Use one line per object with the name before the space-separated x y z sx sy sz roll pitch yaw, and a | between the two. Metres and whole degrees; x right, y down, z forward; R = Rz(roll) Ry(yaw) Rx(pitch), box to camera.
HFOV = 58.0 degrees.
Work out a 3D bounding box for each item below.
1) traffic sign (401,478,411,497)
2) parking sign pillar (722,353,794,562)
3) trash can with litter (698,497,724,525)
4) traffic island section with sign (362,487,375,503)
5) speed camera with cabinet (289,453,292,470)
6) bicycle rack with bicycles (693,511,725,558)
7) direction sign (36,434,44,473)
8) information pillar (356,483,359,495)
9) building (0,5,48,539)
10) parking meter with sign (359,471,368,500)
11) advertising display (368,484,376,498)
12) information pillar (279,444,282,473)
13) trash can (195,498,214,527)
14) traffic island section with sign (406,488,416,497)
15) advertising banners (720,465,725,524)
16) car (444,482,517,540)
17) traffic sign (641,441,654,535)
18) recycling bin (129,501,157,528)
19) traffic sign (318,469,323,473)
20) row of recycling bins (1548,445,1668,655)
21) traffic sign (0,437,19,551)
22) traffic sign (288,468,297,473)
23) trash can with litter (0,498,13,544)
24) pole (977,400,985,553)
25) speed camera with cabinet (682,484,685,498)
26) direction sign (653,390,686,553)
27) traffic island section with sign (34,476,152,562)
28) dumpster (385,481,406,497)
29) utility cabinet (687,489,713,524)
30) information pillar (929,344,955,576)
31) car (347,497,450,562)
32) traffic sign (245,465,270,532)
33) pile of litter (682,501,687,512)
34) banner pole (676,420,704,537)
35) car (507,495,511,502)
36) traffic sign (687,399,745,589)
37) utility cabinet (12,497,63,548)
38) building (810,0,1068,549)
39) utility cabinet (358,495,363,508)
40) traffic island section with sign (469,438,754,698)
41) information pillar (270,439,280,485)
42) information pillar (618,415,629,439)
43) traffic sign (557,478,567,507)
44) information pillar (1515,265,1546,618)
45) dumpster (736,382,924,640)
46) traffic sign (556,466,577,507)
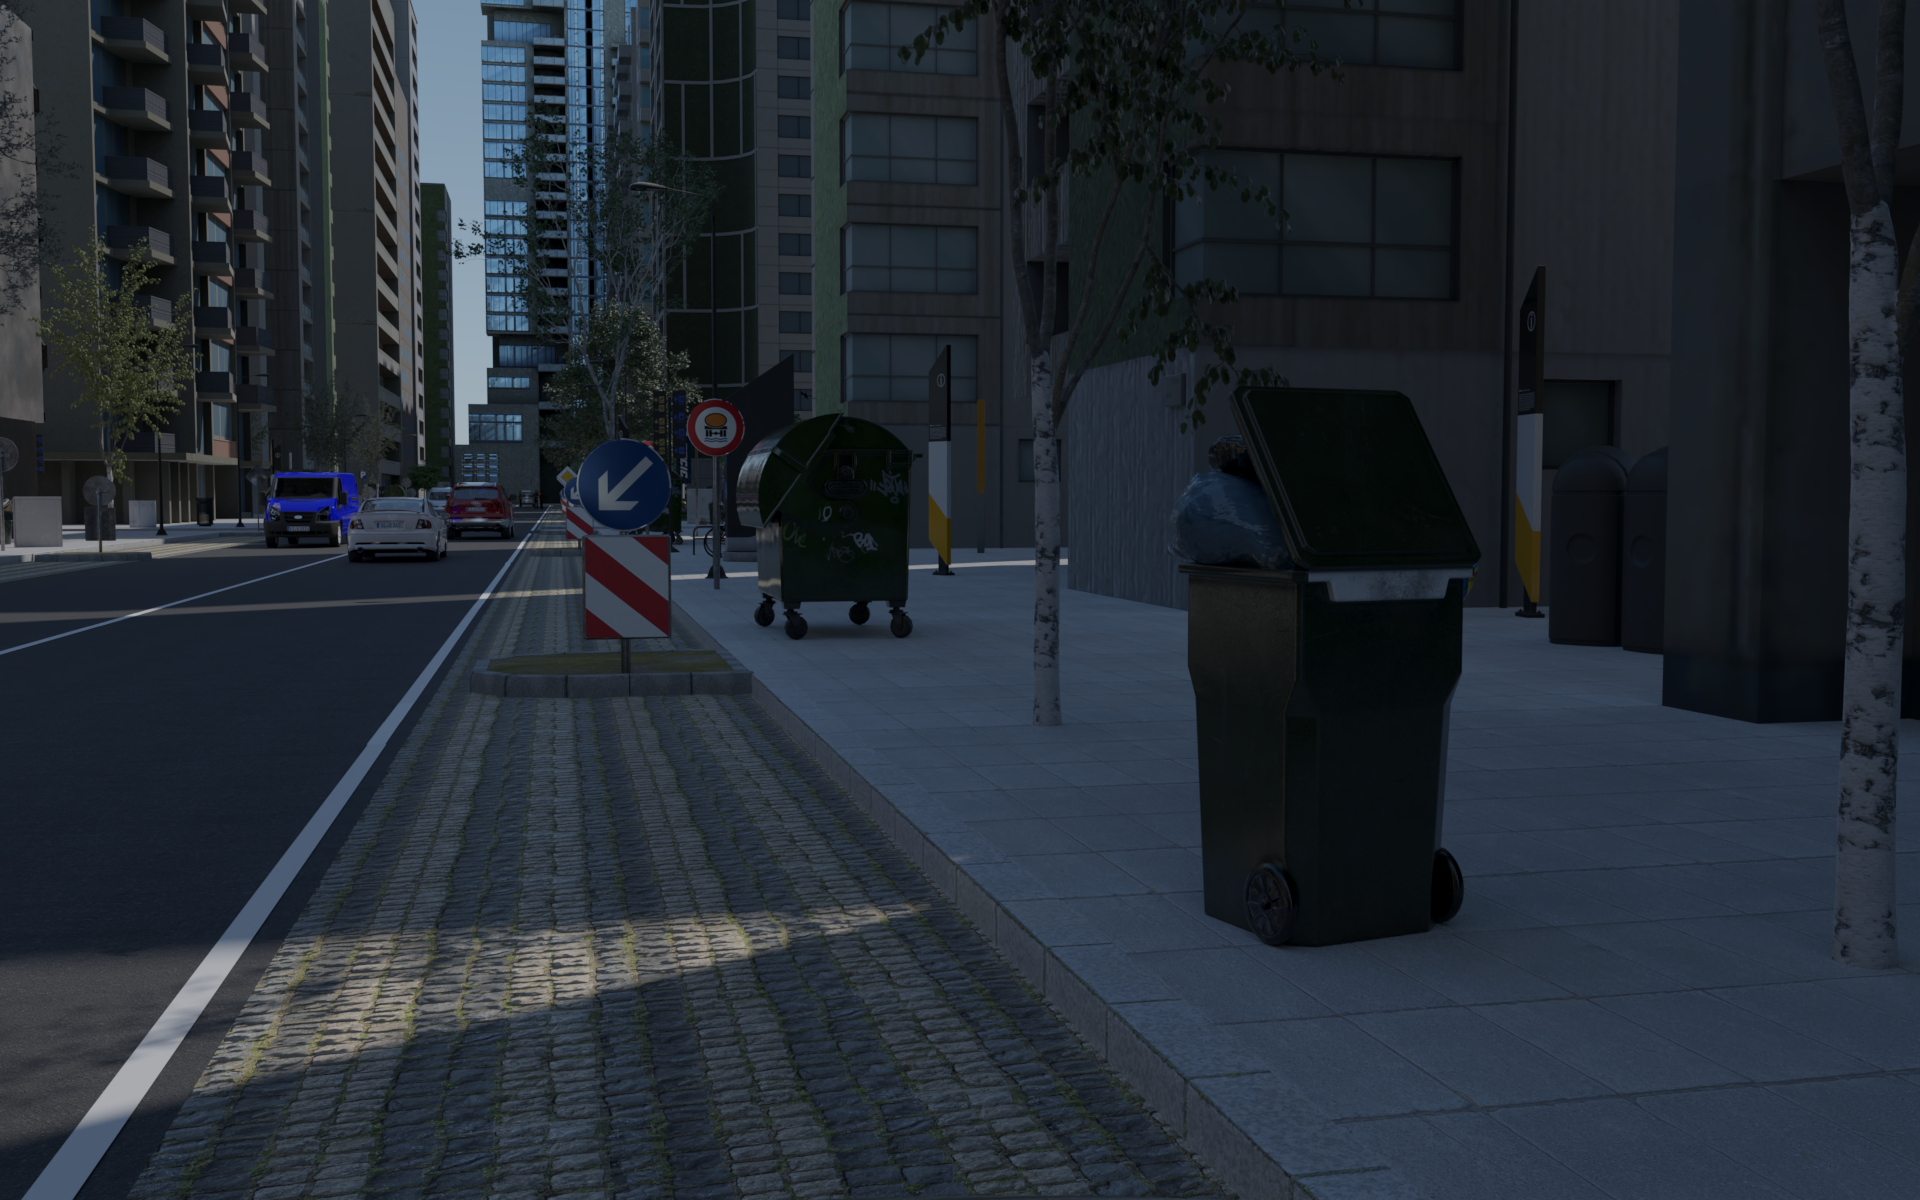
traffic sign | -43.899 -8.394 137.348 0.768 2.556 0.104 -1 4 -11
parking sign pillar | -3.846 -2.737 33.221 1.447 3.967 1.447 -1 4 -13
trash can with litter | -10.421 -3.717 72.156 1.055 1.170 0.624 -2 4 -23
traffic island section with sign | -31.092 -5.045 91.118 1.989 1.847 2.006 -1 4 -13
speed camera with cabinet | -31.511 -5.375 82.219 0.660 3.252 2.038 -2 4 -25
bicycle rack with bicycles | -4.227 -1.383 35.988 2.925 0.926 2.852 -2 4 -25
direction sign | -35.095 -4.505 65.655 0.876 3.537 0.379 1 4 12
information pillar | -39.301 -6.619 112.707 0.304 2.012 0.304 -1 4 -10
building | -34.736 -10.842 44.726 16.811 18.784 16.820 -1 4 -13
parking meter with sign | -44.932 -8.276 131.577 1.738 3.016 0.543 3 5 42
advertising display | -37.473 -6.433 110.401 0.123 1.923 0.974 0 4 6
information pillar | -31.505 -5.414 79.867 0.504 3.616 0.183 -1 4 -17
trash can | -29.892 -3.480 68.550 0.748 1.137 0.748 0 3 0
traffic island section with sign | -37.275 -6.677 117.802 1.989 1.847 2.006 -1 4 -13
advertising banners | -10.199 -4.775 74.260 0.090 3.025 2.074 -1 4 -12
car | -15.582 -2.909 56.234 2.281 1.827 5.304 -1 4 -12
traffic sign | -7.469 -2.522 41.343 0.768 2.556 0.104 -1 4 -11
recycling bin | -31.355 -3.296 66.442 0.722 1.027 0.722 3 4 36
traffic sign | -33.125 -5.488 89.727 0.884 2.594 0.081 0 4 -5
row of recycling bins | 6.128 -0.402 13.690 1.069 1.692 3.534 -2 4 -29
traffic sign | -21.568 -2.376 38.957 0.768 2.556 0.104 0 4 -5
traffic sign | -25.817 -3.876 67.020 0.795 2.450 0.064 -1 4 -13
trash can with litter | -24.317 -1.970 43.590 0.624 1.170 1.055 1 4 21
pole | 0.457 -2.672 37.529 0.158 3.312 0.155 0 3 0
speed camera with cabinet | -14.702 -6.122 94.423 2.038 3.252 0.660 0 4 -1
direction sign | -6.359 -2.813 37.995 0.876 3.537 0.379 2 4 29
traffic island section with sign | -18.618 -1.756 37.337 1.989 1.847 2.006 -1 4 -13
dumpster | -43.044 -7.914 131.880 1.502 2.255 1.985 -1 4 -13
utility cabinet | -10.988 -3.968 73.552 1.173 1.500 0.318 0 4 -4
information pillar | -0.310 -2.202 27.353 0.183 3.616 0.504 -3 4 -38
car | -12.313 -1.570 38.024 2.083 1.381 4.827 -1 4 -13
traffic sign | -24.014 -3.401 59.241 0.795 2.450 0.064 -1 4 -13
pile of litter | -17.060 -5.720 107.493 1.719 0.858 1.176 2 4 29
banner pole | -8.102 -3.779 51.799 0.863 3.779 0.401 -2 4 -24
car | -54.250 -11.820 205.840 1.945 1.354 3.894 -1 4 -13
traffic sign | -3.273 -1.415 23.248 0.768 2.556 0.104 -1 4 -11
utility cabinet | -22.292 -1.877 41.859 1.020 1.237 0.306 -2 4 -35
building | 2.696 -22.242 47.246 14.154 41.232 14.086 -1 4 -13
utility cabinet | -38.074 -6.011 109.442 0.306 1.237 1.020 0 4 7
traffic island section with sign | -2.658 -0.271 13.056 1.989 1.847 2.006 -1 4 -13
information pillar | -29.230 -5.036 73.693 0.183 3.616 0.504 -2 4 -28
information pillar | -9.966 -3.670 51.362 0.183 3.616 0.504 -3 5 -40
traffic sign | -15.734 -4.017 69.327 0.795 2.450 0.064 -1 4 -13
information pillar | 5.944 -1.633 18.055 0.183 3.616 0.504 0 4 -3
dumpster | -1.222 -0.828 16.030 1.502 2.255 1.985 -1 4 -13
traffic sign | -13.931 -3.542 61.548 0.795 2.450 0.064 -1 4 -13
